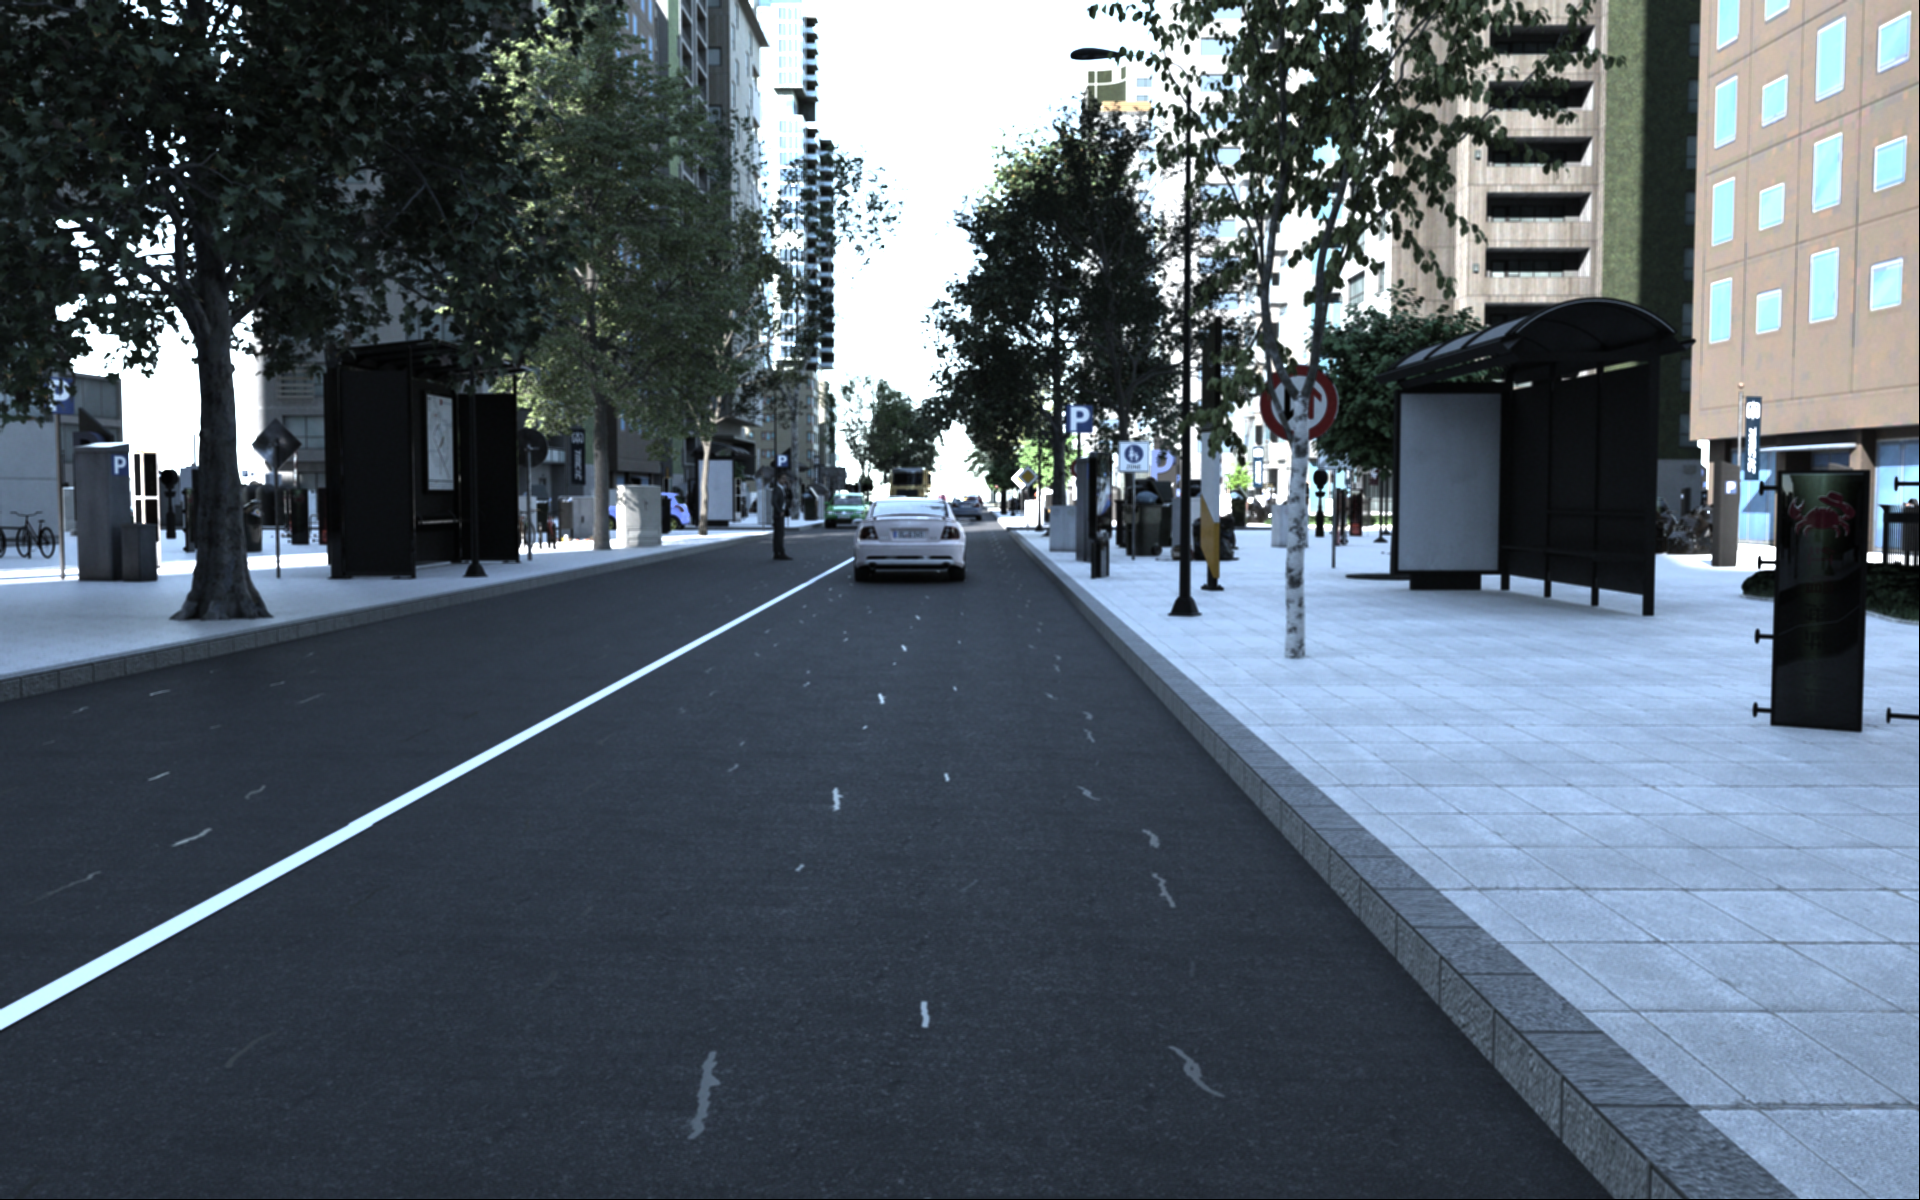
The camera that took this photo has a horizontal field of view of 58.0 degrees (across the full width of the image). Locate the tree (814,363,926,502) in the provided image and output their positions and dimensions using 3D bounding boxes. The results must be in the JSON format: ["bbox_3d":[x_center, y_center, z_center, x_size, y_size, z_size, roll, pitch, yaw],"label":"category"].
[{"bbox_3d":[-7.539,-13.036,138.898,9.928,11.665,9.643,0,3,0],"label":"tree"}]

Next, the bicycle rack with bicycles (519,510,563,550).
[{"bbox_3d":[-10.539,-1.646,40.300,2.852,0.926,2.925,-1,4,-13],"label":"bicycle rack with bicycles"}]

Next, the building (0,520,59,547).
[{"bbox_3d":[-35.391,-27.081,32.006,27.495,52.752,28.713,0,4,0],"label":"building"}]

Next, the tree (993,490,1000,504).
[{"bbox_3d":[4.820,-14.633,233.842,1.663,3.219,1.824,0,3,0],"label":"tree"}]

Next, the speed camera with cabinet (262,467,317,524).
[{"bbox_3d":[-28.887,-4.918,74.751,2.038,3.252,0.660,-1,4,-21],"label":"speed camera with cabinet"}]

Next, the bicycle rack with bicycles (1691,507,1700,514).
[{"bbox_3d":[31.556,-3.495,70.518,2.852,0.926,2.925,-1,4,-21],"label":"bicycle rack with bicycles"}]

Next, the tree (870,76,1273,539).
[{"bbox_3d":[3.608,-6.396,38.984,7.601,10.594,8.767,2,4,30],"label":"tree"}]

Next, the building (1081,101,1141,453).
[{"bbox_3d":[29.187,-44.315,266.556,21.231,58.520,28.212,0,4,0],"label":"building"}]

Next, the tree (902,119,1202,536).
[{"bbox_3d":[2.920,-8.287,52.498,9.611,12.733,9.660,0,3,0],"label":"tree"}]

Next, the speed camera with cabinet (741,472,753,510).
[{"bbox_3d":[-16.851,-8.741,137.247,0.660,3.252,2.038,3,4,38],"label":"speed camera with cabinet"}]

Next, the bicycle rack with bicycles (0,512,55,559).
[{"bbox_3d":[-19.787,-1.297,34.586,2.925,0.926,2.852,3,5,43],"label":"bicycle rack with bicycles"}]

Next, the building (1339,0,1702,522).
[{"bbox_3d":[27.287,-19.217,85.908,14.107,30.474,14.160,0,4,0],"label":"building"}]

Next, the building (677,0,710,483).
[{"bbox_3d":[-30.919,-43.716,153.001,20.563,71.187,20.611,0,4,0],"label":"building"}]

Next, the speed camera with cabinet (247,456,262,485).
[{"bbox_3d":[-37.250,-5.835,89.742,2.038,3.252,0.660,-1,4,-12],"label":"speed camera with cabinet"}]

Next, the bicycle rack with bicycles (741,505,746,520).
[{"bbox_3d":[-10.027,-4.335,84.267,2.852,0.926,2.925,0,4,5],"label":"bicycle rack with bicycles"}]

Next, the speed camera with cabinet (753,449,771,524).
[{"bbox_3d":[-8.523,-4.940,75.097,0.660,3.252,2.038,0,4,-8],"label":"speed camera with cabinet"}]

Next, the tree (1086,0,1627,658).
[{"bbox_3d":[2.802,-3.861,13.498,4.737,8.622,4.395,0,3,0],"label":"tree"}]

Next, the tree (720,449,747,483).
[{"bbox_3d":[-17.142,-8.666,125.396,4.285,4.588,4.351,0,3,0],"label":"tree"}]

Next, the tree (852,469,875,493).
[{"bbox_3d":[-7.421,-8.284,130.040,1.663,3.219,1.824,0,3,0],"label":"tree"}]

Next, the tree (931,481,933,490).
[{"bbox_3d":[-6.194,-18.992,294.233,4.285,4.588,4.351,0,3,0],"label":"tree"}]

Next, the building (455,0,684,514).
[{"bbox_3d":[-29.584,-27.497,133.177,14.154,41.232,14.086,0,4,0],"label":"building"}]

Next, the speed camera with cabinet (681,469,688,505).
[{"bbox_3d":[-21.931,-8.890,139.686,0.660,3.252,2.038,1,4,11],"label":"speed camera with cabinet"}]

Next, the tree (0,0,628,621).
[{"bbox_3d":[-7.767,-6.164,17.791,9.611,12.733,9.660,0,3,0],"label":"tree"}]

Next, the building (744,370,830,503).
[{"bbox_3d":[-34.230,-25.173,256.620,27.650,21.520,28.899,0,4,0],"label":"building"}]

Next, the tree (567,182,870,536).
[{"bbox_3d":[-7.842,-7.226,52.557,8.767,10.594,7.601,-1,4,-14],"label":"tree"}]

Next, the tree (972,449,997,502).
[{"bbox_3d":[5.687,-21.614,279.141,9.928,11.665,9.643,0,3,0],"label":"tree"}]

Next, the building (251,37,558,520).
[{"bbox_3d":[-26.974,-24.793,88.953,14.154,41.232,14.086,0,4,0],"label":"building"}]

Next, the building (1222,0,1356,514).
[{"bbox_3d":[31.875,-30.777,122.815,23.786,49.044,30.456,0,4,0],"label":"building"}]

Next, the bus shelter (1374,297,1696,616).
[{"bbox_3d":[6.563,-1.633,20.621,2.014,3.302,5.546,0,4,0],"label":"bus shelter"}]

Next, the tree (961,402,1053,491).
[{"bbox_3d":[4.634,-15.279,160.188,12.009,13.543,11.850,0,3,0],"label":"tree"}]

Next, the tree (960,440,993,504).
[{"bbox_3d":[3.942,-18.969,228.265,7.486,12.596,7.792,0,3,0],"label":"tree"}]

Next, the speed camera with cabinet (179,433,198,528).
[{"bbox_3d":[-25.305,-3.833,57.006,0.660,3.252,2.038,-1,4,-19],"label":"speed camera with cabinet"}]

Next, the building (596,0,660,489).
[{"bbox_3d":[-27.610,-28.185,110.935,14.600,45.320,14.200,0,4,0],"label":"building"}]

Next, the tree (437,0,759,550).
[{"bbox_3d":[-8.697,-7.442,39.801,7.486,12.596,7.792,0,3,0],"label":"tree"}]

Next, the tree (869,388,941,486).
[{"bbox_3d":[-6.606,-18.202,204.260,9.857,13.997,8.962,0,3,0],"label":"tree"}]

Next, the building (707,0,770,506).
[{"bbox_3d":[-35.082,-36.007,177.951,28.713,52.752,27.495,0,4,0],"label":"building"}]

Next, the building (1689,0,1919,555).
[{"bbox_3d":[26.321,-23.717,37.885,14.600,45.320,14.200,0,4,0],"label":"building"}]

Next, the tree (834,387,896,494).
[{"bbox_3d":[-6.701,-10.232,117.655,4.360,8.622,3.978,0,3,0],"label":"tree"}]

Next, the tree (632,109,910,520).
[{"bbox_3d":[-9.655,-14.131,86.923,12.611,20.169,13.585,0,3,0],"label":"tree"}]

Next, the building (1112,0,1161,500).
[{"bbox_3d":[29.151,-53.533,187.928,22.319,86.520,31.000,0,4,0],"label":"building"}]

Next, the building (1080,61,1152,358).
[{"bbox_3d":[28.828,-52.162,291.104,20.563,71.187,20.611,0,4,0],"label":"building"}]

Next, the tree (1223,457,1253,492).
[{"bbox_3d":[14.095,-5.694,87.703,1.663,3.219,1.824,0,3,0],"label":"tree"}]

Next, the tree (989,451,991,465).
[{"bbox_3d":[4.936,-15.194,198.783,4.360,8.622,3.978,0,3,0],"label":"tree"}]

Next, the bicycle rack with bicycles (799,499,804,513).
[{"bbox_3d":[-11.198,-7.781,140.599,2.852,0.926,2.925,2,4,26],"label":"bicycle rack with bicycles"}]

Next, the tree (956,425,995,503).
[{"bbox_3d":[4.626,-23.750,244.199,12.611,20.169,13.585,0,3,0],"label":"tree"}]

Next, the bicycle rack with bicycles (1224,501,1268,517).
[{"bbox_3d":[14.135,-4.356,84.608,2.925,0.926,2.852,3,5,40],"label":"bicycle rack with bicycles"}]

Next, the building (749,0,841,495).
[{"bbox_3d":[-30.508,-59.447,284.636,22.319,86.520,31.000,0,4,0],"label":"building"}]

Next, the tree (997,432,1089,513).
[{"bbox_3d":[3.986,-5.606,75.364,4.285,4.588,4.351,0,3,0],"label":"tree"}]

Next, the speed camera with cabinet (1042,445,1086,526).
[{"bbox_3d":[4.360,-4.649,70.339,2.038,3.252,0.660,2,4,25],"label":"speed camera with cabinet"}]

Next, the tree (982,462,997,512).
[{"bbox_3d":[4.290,-8.318,119.707,4.285,4.588,4.351,0,3,0],"label":"tree"}]

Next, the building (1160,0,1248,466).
[{"bbox_3d":[28.876,-37.722,158.755,21.231,58.520,28.212,0,4,0],"label":"building"}]

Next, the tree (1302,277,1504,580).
[{"bbox_3d":[6.579,-2.608,26.350,4.285,4.588,4.351,0,3,0],"label":"tree"}]

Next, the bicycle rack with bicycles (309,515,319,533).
[{"bbox_3d":[-19.874,-2.637,56.503,2.925,0.926,2.852,3,4,38],"label":"bicycle rack with bicycles"}]
